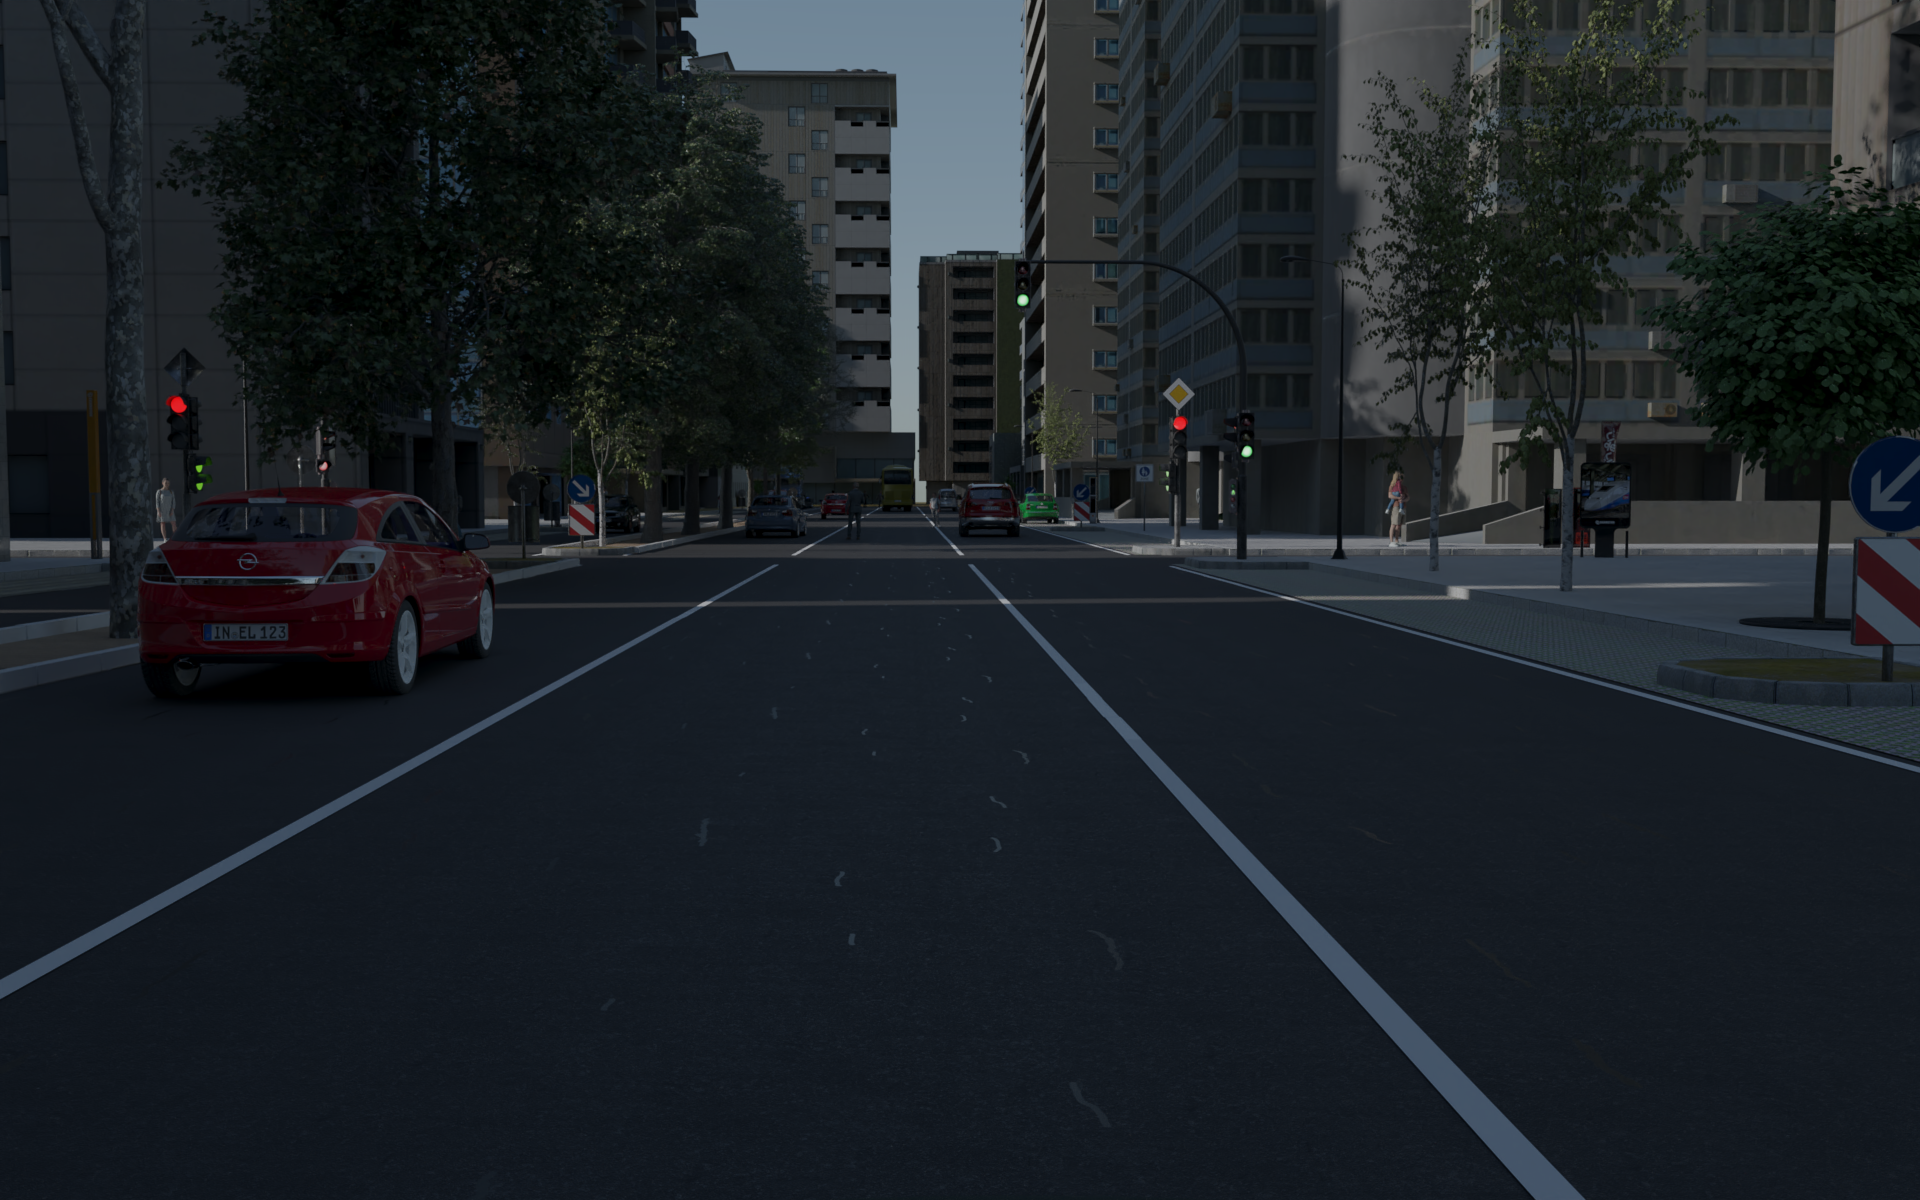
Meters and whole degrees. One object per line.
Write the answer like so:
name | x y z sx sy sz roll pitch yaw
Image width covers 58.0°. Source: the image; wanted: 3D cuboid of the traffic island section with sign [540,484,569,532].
traffic island section with sign | -15.594 -3.507 65.965 1.989 1.847 2.006 0 4 -2

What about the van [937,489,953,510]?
van | -1.207 -8.732 149.776 2.013 2.044 4.112 0 4 -2

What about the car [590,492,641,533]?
car | -12.954 -3.346 64.488 2.009 1.686 4.222 0 4 -3

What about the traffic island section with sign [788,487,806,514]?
traffic island section with sign | -11.274 -6.617 116.318 2.006 1.907 1.989 0 4 -2

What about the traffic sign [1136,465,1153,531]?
traffic sign | 6.381 -3.533 59.900 0.606 2.300 0.079 0 4 8

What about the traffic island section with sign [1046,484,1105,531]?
traffic island section with sign | 4.505 -3.558 66.800 1.989 1.847 2.006 0 4 -2

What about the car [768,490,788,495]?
car | -15.310 -8.389 145.835 2.281 1.827 5.304 0 4 -3

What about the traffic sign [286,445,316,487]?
traffic sign | -16.929 -2.717 44.524 0.768 2.556 0.104 0 3 0

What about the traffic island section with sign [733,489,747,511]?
traffic island section with sign | -18.066 -8.271 143.854 1.989 1.847 2.006 0 4 -2

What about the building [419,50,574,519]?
building | -29.212 -27.073 92.754 14.600 45.320 14.200 0 4 -2

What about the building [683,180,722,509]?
building | -28.620 -23.258 151.968 14.160 30.474 14.107 0 4 -2

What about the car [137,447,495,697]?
car | -4.930 -0.290 13.774 2.155 1.783 4.494 0 4 -4

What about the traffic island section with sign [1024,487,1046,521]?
traffic island section with sign | 3.655 -5.206 93.742 1.989 1.847 2.006 0 4 -2

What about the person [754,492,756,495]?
person | -21.707 -10.762 182.094 1.348 1.812 0.705 3 5 41

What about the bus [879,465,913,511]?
bus | -5.354 -9.444 145.956 2.896 3.916 12.252 0 4 -3

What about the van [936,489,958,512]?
van | -1.078 -8.281 142.404 2.013 2.044 4.112 0 4 -3

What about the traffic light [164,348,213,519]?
traffic light | -14.847 -2.711 33.249 0.839 4.253 0.868 0 4 -2

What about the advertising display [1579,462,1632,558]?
advertising display | 13.007 -1.816 34.909 0.974 1.923 0.123 1 4 23

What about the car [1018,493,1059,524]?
car | 3.781 -4.632 84.537 1.959 1.807 4.718 0 4 -3

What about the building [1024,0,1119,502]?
building | 16.181 -30.893 128.805 21.300 48.544 21.600 0 4 -2

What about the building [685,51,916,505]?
building | -19.393 -38.322 215.805 27.495 52.752 28.713 0 4 -2

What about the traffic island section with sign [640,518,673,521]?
traffic island section with sign | -16.442 -5.155 92.907 1.989 1.847 2.006 0 4 -2

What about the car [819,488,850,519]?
car | -7.073 -5.549 99.764 2.155 1.783 4.494 0 4 -3

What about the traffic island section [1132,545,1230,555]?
traffic island section | 5.291 -1.206 42.004 2.009 0.180 2.903 0 4 -2

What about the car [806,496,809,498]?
car | -17.195 -10.807 186.290 1.945 1.707 3.694 0 4 -1

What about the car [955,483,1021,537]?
car | 0.981 -3.122 59.717 2.281 1.827 5.304 0 4 -1

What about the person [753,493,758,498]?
person | -21.450 -10.636 180.469 0.750 1.759 0.617 -3 5 -45

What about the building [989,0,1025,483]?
building | 14.920 -52.759 175.281 22.319 86.520 31.000 0 4 -2

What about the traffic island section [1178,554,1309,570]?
traffic island section | 5.544 -0.718 34.023 2.009 0.180 2.903 0 4 -2

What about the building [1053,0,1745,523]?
building | 21.790 -24.749 96.524 32.217 40.220 23.993 0 4 -2

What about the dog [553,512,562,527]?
dog | -15.913 -3.132 68.037 0.513 0.831 0.800 2 4 26

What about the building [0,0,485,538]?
building | -27.952 -37.919 58.233 20.563 71.187 20.611 0 4 -2

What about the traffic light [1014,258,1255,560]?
traffic light | 3.416 -3.611 33.701 4.771 5.953 1.251 0 4 -2

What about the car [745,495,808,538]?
car | -6.152 -2.814 58.012 2.014 1.417 4.499 0 3 0

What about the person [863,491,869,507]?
person | -10.236 -10.850 186.030 1.348 1.807 0.705 -3 5 -41

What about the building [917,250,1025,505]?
building | 1.949 -26.710 208.414 14.107 30.474 14.160 0 4 -2

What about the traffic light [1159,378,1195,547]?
traffic light | 5.251 -3.240 41.889 0.839 4.253 0.868 0 4 -2

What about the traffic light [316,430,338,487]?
traffic light | -13.012 -4.077 41.331 4.771 5.953 1.251 0 4 -2

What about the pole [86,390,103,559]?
pole | -17.033 -2.461 34.079 0.158 3.312 0.155 0 3 0

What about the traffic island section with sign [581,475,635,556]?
traffic island section with sign | -8.884 -2.023 41.217 2.006 1.907 1.989 0 4 -2

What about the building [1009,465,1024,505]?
building | 15.156 -43.481 149.158 20.563 71.187 20.611 0 4 -2

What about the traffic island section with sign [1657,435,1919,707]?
traffic island section with sign | 6.232 -0.239 12.539 1.989 1.847 2.006 0 4 -2

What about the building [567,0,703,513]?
building | -31.440 -29.062 129.787 22.147 44.769 28.867 0 4 -2

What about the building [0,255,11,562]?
building | -26.317 -10.530 26.916 16.860 20.320 10.420 0 4 -2

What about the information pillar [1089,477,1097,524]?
information pillar | 5.792 -4.328 75.250 0.304 2.012 0.304 1 4 11

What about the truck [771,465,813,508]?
truck | -16.085 -10.910 168.135 2.967 4.110 18.799 0 4 -1

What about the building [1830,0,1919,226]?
building | 19.081 -20.586 20.179 14.154 41.232 14.086 0 4 -2

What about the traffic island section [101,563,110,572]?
traffic island section | -14.887 -0.679 33.383 2.009 0.180 2.903 0 4 -2

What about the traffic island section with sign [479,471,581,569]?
traffic island section with sign | -8.659 -1.570 33.813 2.006 1.907 1.989 0 4 -2

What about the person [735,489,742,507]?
person | -21.655 -9.942 169.320 0.721 1.736 1.217 -2 4 -35

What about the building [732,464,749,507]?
building | -37.098 -20.304 177.005 28.899 21.520 27.650 0 4 -2

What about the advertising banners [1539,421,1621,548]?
advertising banners | 14.790 -2.757 41.257 2.074 3.025 0.090 -1 4 -12

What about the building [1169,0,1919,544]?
building | 19.882 -22.482 59.469 23.993 40.220 32.217 0 4 -2
